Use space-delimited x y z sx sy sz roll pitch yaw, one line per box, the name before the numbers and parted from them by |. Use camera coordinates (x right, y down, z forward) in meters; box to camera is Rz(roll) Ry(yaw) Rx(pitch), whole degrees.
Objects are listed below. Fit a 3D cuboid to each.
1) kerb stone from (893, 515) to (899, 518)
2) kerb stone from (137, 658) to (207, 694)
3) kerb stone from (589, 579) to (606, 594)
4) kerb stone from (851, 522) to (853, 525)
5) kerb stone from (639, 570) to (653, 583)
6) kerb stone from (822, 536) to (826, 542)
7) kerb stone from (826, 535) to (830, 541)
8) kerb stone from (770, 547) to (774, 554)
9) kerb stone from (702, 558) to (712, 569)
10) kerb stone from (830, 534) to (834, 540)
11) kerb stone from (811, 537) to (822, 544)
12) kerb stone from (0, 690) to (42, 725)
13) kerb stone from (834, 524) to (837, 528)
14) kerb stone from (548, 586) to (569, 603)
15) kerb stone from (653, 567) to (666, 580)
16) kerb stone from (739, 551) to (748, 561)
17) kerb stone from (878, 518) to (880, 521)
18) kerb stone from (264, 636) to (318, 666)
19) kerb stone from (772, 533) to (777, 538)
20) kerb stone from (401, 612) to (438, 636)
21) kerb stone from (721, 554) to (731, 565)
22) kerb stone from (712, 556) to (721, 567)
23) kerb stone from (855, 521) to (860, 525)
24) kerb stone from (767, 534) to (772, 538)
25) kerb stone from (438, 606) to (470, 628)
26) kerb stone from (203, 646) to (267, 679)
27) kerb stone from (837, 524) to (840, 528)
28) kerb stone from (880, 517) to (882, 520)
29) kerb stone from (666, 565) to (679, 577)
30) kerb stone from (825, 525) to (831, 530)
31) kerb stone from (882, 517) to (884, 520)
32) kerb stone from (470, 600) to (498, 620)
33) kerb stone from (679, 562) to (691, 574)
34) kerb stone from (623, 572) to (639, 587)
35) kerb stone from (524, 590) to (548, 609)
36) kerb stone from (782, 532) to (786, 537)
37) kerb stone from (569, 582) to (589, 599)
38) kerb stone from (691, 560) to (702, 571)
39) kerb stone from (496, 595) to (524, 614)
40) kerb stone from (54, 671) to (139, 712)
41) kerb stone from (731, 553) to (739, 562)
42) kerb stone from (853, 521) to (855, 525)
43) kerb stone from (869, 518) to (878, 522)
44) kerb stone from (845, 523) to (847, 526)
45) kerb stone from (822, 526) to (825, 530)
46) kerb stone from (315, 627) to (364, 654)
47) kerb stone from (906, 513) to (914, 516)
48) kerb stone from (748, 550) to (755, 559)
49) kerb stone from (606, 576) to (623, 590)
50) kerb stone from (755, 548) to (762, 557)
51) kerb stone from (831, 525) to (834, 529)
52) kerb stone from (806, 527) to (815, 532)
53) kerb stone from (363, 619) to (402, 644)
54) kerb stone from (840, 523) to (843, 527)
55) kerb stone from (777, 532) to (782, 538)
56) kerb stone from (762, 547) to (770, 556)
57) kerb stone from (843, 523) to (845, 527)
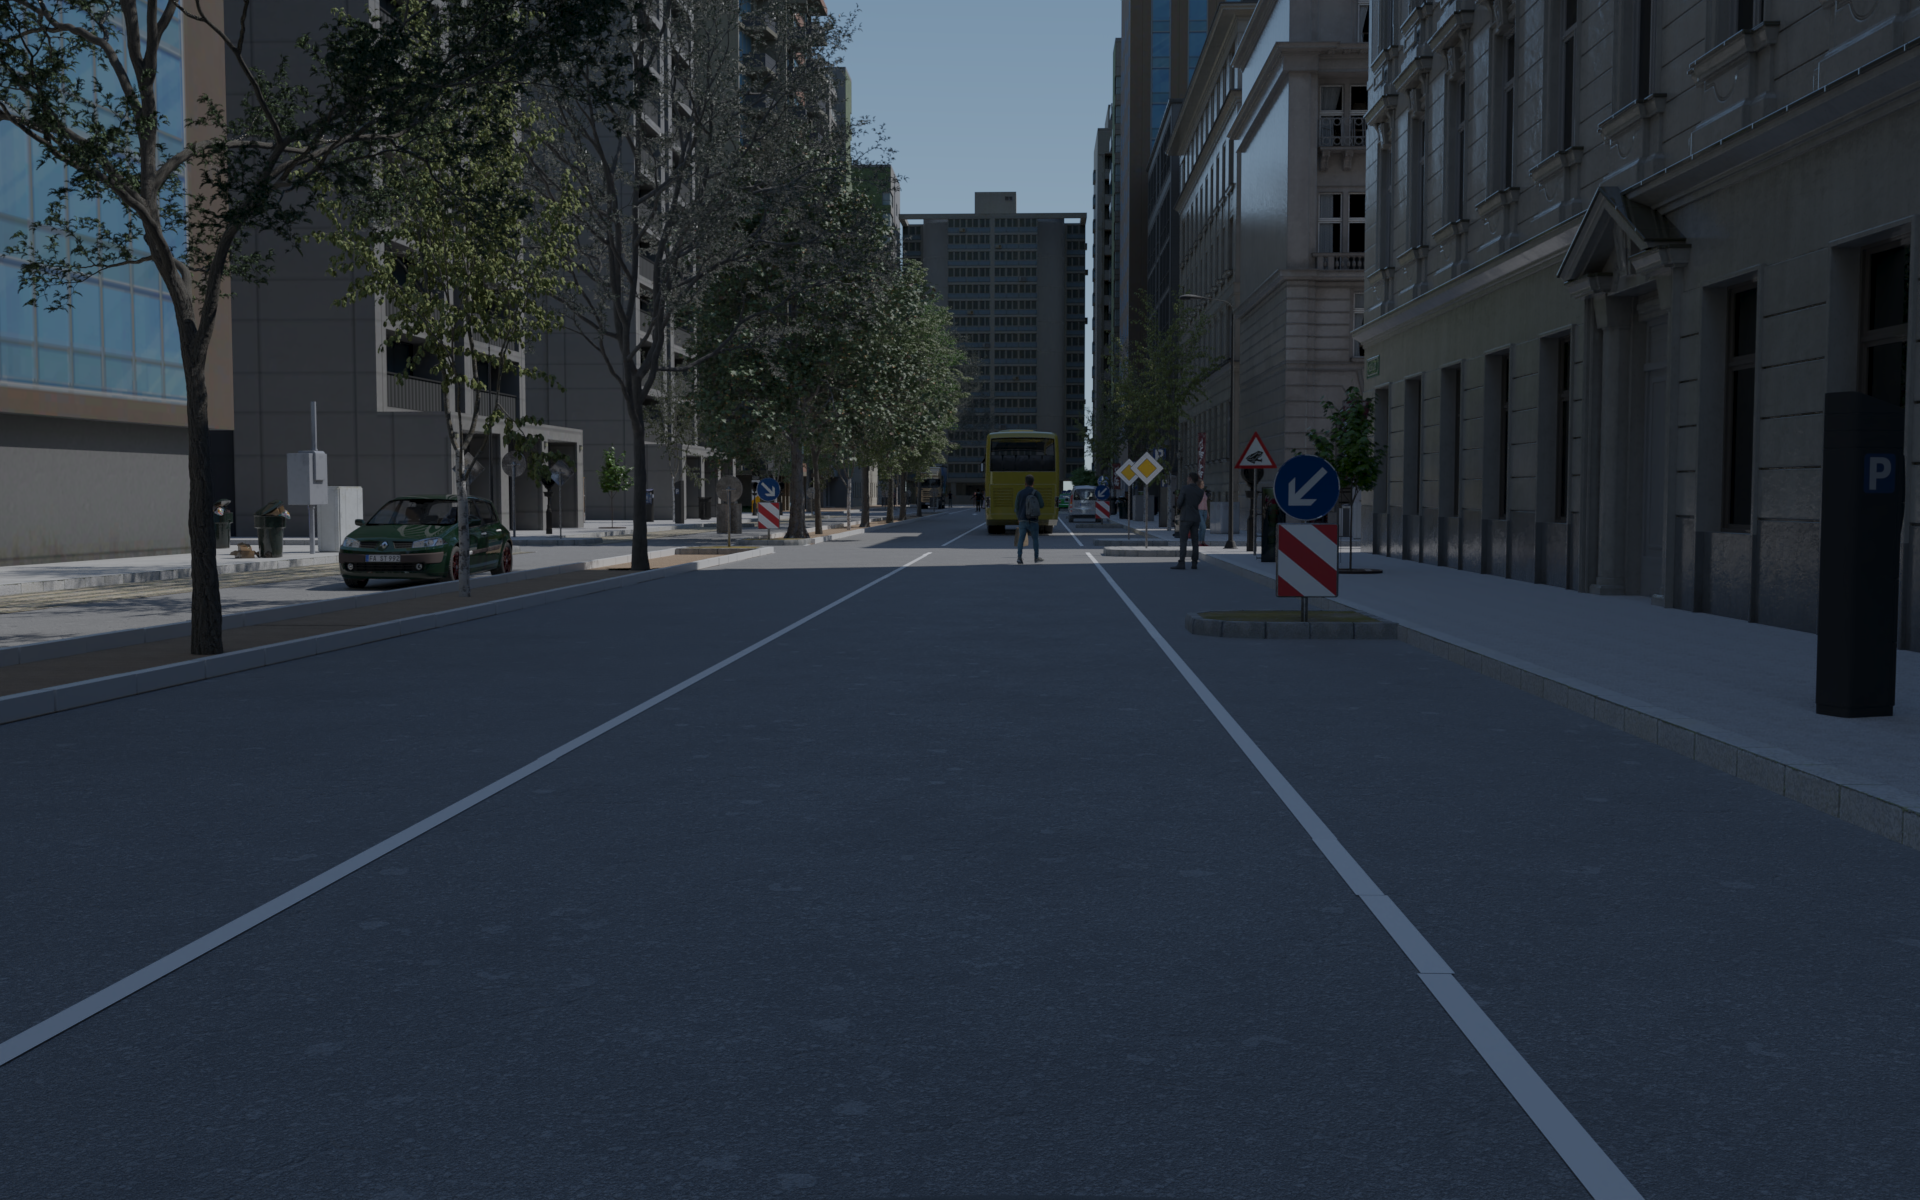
kerb stone | -3.849 -5.041 104.669 0.120 0.150 1.000 0 4 3
kerb stone | -5.919 0.572 12.887 0.120 0.150 1.000 0 4 3
kerb stone | -5.359 -0.176 25.151 0.120 0.150 1.000 0 4 3
kerb stone | -5.054 -3.416 78.053 0.120 0.150 1.000 0 4 3
kerb stone | -5.222 -0.368 28.224 0.120 0.150 1.000 0 4 3
kerb stone | -4.169 -1.780 51.305 0.120 0.150 1.000 0 4 3
kerb stone | -4.120 -1.843 52.328 0.120 0.150 1.000 0 4 3
kerb stone | -4.609 -1.184 41.553 0.120 0.150 1.000 0 4 3
kerb stone | -4.984 -0.683 33.360 0.120 0.150 1.000 0 4 3
kerb stone | -4.074 -1.901 53.363 0.120 0.150 1.000 0 4 3
kerb stone | -4.201 -1.717 50.282 0.120 0.150 1.000 0 4 3
kerb stone | -6.014 0.694 10.845 0.120 0.150 1.000 0 4 3
kerb stone | -5.325 -3.037 71.896 0.120 0.150 1.000 0 4 3
kerb stone | -5.442 -0.056 23.105 0.120 0.150 1.000 0 4 3
kerb stone | -5.172 -0.432 29.252 0.120 0.150 1.000 0 4 3
kerb stone | -4.791 -0.934 37.460 0.120 0.150 1.000 0 4 3
kerb stone | -4.446 -4.230 91.362 0.120 0.150 1.000 0 4 3
kerb stone | -5.820 0.445 14.929 0.120 0.150 1.000 0 4 3
kerb stone | -6.078 -2.036 55.493 0.120 0.150 1.000 0 4 3
kerb stone | -5.684 0.257 17.998 0.120 0.150 1.000 0 4 3
kerb stone | -4.886 -0.808 35.409 0.120 0.150 1.000 0 4 3
kerb stone | -4.943 -0.746 34.387 0.120 0.150 1.000 0 4 3
kerb stone | -4.908 -3.605 81.136 0.120 0.150 1.000 0 4 3
kerb stone | -6.126 -1.969 54.471 0.120 0.150 1.000 0 4 3
kerb stone | -5.637 0.200 19.022 0.120 0.150 1.000 0 4 3
kerb stone | -5.868 0.508 13.908 0.120 0.150 1.000 0 4 3
kerb stone | -5.286 -3.094 72.918 0.120 0.150 1.000 0 4 3
kerb stone | -4.397 -4.291 92.383 0.120 0.150 1.000 0 4 3
kerb stone | -5.116 -0.494 30.275 0.120 0.150 1.000 0 4 3
kerb stone | -5.432 -2.914 69.843 0.120 0.150 1.000 0 4 3
kerb stone | -4.362 -4.354 93.408 0.120 0.150 1.000 0 4 3
kerb stone | -5.594 0.138 20.043 0.120 0.150 1.000 0 4 3
kerb stone | -5.070 -0.557 31.312 0.120 0.150 1.000 0 4 3
kerb stone | -5.252 -0.306 27.195 0.120 0.150 1.000 0 4 3
kerb stone | -5.489 0.007 22.084 0.120 0.150 1.000 0 4 3
kerb stone | -5.983 -2.162 57.546 0.120 0.150 1.000 0 4 3
kerb stone | -5.398 -0.118 24.127 0.120 0.150 1.000 0 4 3
kerb stone | -5.028 -0.618 32.334 0.120 0.150 1.000 0 4 3
kerb stone | -5.537 0.069 21.063 0.120 0.150 1.000 0 4 3
kerb stone | -5.962 0.632 11.866 0.120 0.150 1.000 0 4 3
kerb stone | -4.839 -0.869 36.435 0.120 0.150 1.000 0 4 3
kerb stone | -5.007 -3.471 79.080 0.120 0.150 1.000 0 4 3
kerb stone | -4.492 -4.163 90.333 0.120 0.150 1.000 0 4 3
kerb stone | -5.150 -3.291 75.999 0.120 0.150 1.000 0 4 3
kerb stone | -5.511 -2.789 67.800 0.120 0.150 1.000 0 4 3
kerb stone | -5.773 0.382 15.956 0.120 0.150 1.000 0 4 3
kerb stone | -3.327 -5.728 115.918 0.120 0.150 1.000 0 4 3
kerb stone | -4.753 -0.992 38.481 0.120 0.150 1.000 0 4 3
kerb stone | -5.307 -0.243 26.171 0.120 0.150 1.000 0 4 3
kerb stone | -4.706 -1.055 39.506 0.120 0.150 1.000 0 4 3
kerb stone | -5.371 -2.977 70.867 0.120 0.150 1.000 0 4 3
kerb stone | -5.656 -2.601 64.727 0.120 0.150 1.000 0 4 3
kerb stone | -5.735 0.323 16.977 0.120 0.150 1.000 0 4 3
kerb stone | -5.241 -3.160 73.953 0.120 0.150 1.000 0 4 3
kerb stone | -6.033 -2.099 56.518 0.120 0.150 1.000 0 4 3
kerb stone | -4.653 -1.121 40.532 0.120 0.150 1.000 0 4 3
kerb stone | -5.193 -3.222 74.974 0.120 0.150 1.000 0 4 3
